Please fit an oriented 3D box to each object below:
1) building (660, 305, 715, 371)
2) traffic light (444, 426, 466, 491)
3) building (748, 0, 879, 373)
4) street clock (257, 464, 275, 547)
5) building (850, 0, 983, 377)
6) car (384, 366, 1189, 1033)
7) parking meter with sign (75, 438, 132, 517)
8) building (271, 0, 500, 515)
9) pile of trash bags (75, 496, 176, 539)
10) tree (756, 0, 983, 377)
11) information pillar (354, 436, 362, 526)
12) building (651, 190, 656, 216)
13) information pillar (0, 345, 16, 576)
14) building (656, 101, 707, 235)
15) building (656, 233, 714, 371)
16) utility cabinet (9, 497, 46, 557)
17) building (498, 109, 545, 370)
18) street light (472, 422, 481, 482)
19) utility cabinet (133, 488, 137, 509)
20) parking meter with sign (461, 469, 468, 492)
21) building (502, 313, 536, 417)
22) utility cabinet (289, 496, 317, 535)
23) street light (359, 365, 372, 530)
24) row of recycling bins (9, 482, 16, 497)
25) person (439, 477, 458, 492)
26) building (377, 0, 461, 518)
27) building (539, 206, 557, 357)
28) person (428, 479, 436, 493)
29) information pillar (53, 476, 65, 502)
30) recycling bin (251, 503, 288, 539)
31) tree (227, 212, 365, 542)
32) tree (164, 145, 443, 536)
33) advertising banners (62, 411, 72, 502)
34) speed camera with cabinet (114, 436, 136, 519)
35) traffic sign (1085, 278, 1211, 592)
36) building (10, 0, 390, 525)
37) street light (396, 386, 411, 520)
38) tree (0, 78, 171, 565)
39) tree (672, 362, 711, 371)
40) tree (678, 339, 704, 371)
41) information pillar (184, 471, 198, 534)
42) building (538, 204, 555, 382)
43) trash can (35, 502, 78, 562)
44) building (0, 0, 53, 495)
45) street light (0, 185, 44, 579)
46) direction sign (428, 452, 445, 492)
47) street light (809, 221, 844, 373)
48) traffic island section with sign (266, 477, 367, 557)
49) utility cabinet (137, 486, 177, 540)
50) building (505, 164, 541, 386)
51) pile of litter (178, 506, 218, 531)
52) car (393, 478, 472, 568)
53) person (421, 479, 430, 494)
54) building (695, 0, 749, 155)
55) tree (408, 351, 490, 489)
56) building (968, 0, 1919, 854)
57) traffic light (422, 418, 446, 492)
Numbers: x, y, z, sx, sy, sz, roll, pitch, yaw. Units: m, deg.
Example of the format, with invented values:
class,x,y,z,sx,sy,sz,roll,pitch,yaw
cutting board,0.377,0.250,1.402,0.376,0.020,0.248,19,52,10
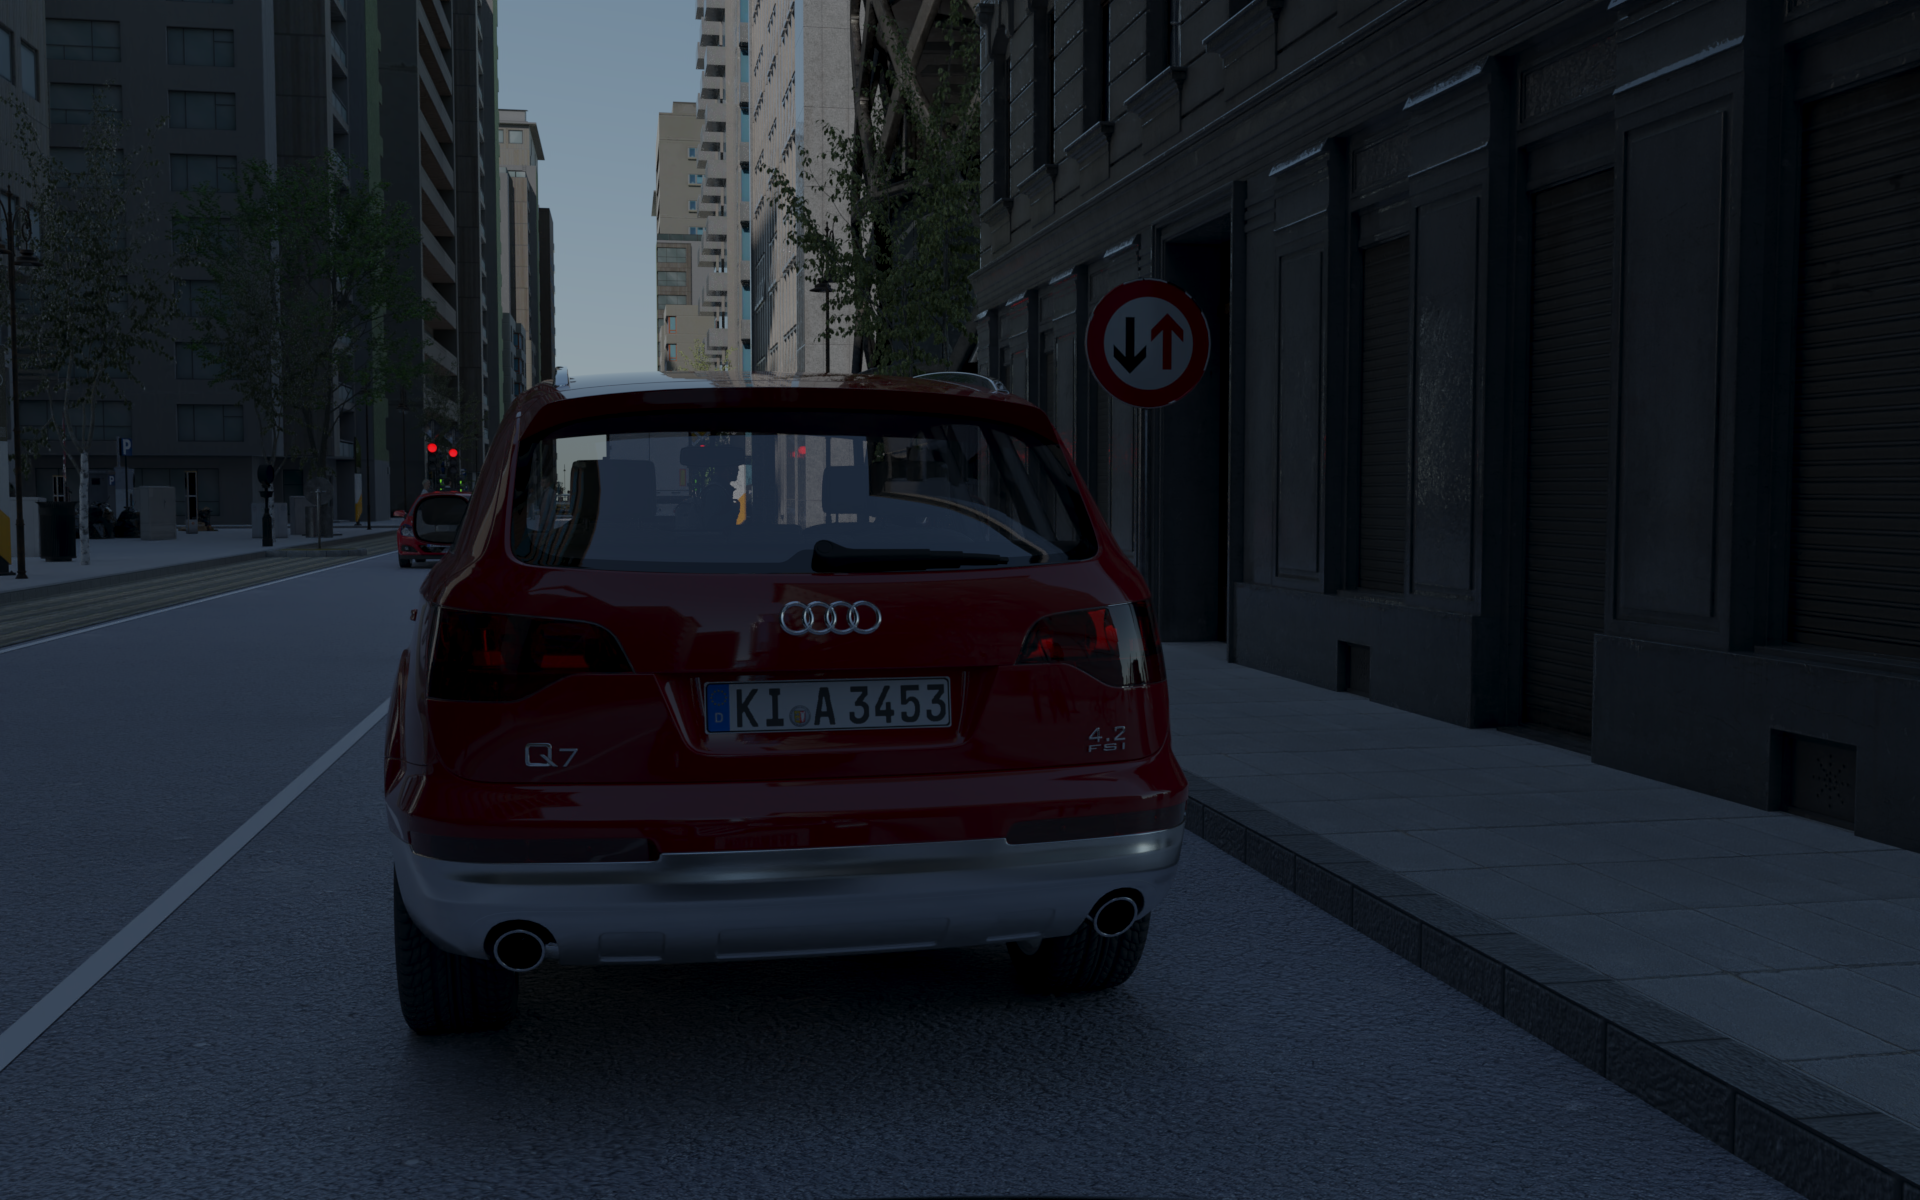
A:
class,x,y,z,sx,sy,sz,roll,pitch,yaw
building,-15.951,-20.178,174.957,27.650,21.520,28.899,-1,4,-11
traffic light,-20.982,-5.077,71.926,0.839,4.253,0.868,-1,4,-11
building,-0.103,-14.577,56.357,12.078,24.808,19.932,-1,4,-11
street clock,-16.920,-2.305,42.264,0.358,2.002,0.471,0,4,2
building,5.841,-10.472,38.665,16.820,18.784,16.811,-1,4,-11
car,-0.851,0.145,6.307,2.281,1.827,5.304,-1,4,-13
parking meter with sign,-26.810,-3.539,54.124,1.738,3.016,0.543,0,4,7
building,-41.756,-27.215,128.563,14.154,41.232,14.086,-1,4,-11
pile of trash bags,-24.496,-2.500,50.627,1.912,1.369,3.447,2,4,28
tree,-0.518,-4.601,25.591,4.737,8.622,4.395,0,3,0
information pillar,-24.536,-4.846,70.586,0.183,3.616,0.504,0,4,4
building,-37.180,-43.034,292.848,28.713,52.752,27.495,-1,4,-11
information pillar,-15.101,-2.184,27.060,0.183,3.616,0.504,2,4,25
building,-26.074,-35.993,212.188,21.300,48.544,21.600,-1,4,-11
building,-26.919,-25.855,194.425,14.160,30.474,14.107,-1,4,-11
utility cabinet,-19.190,-1.478,35.325,1.020,1.237,0.306,0,4,2
building,-72.192,-39.737,238.937,28.713,52.752,27.495,-1,4,-11
street light,-30.096,-8.259,107.829,0.468,5.910,1.993,-1,4,-11
utility cabinet,-27.194,-3.040,58.387,1.173,1.500,0.318,0,4,0
parking meter with sign,-33.916,-7.474,118.453,0.543,3.016,1.738,-2,4,-24
building,-60.582,-20.895,186.668,27.650,21.520,28.899,-1,4,-11
utility cabinet,-20.691,-2.673,54.862,0.306,1.237,1.020,2,4,35
street light,-21.204,-5.455,61.975,0.468,5.910,1.993,-1,4,-11
row of recycling bins,-26.214,-2.320,45.044,1.069,1.692,3.534,1,4,19
person,-14.470,-2.529,49.213,0.648,1.900,0.474,-2,4,-25
building,-41.437,-29.178,100.763,21.300,48.544,21.600,-1,4,-11
building,-77.510,-40.544,282.497,23.786,49.044,30.456,-1,4,-11
person,-15.180,-2.502,49.210,0.447,1.846,0.655,1,4,9
information pillar,-36.007,-3.960,69.230,0.304,2.012,0.304,2,4,34
recycling bin,-20.065,-2.311,50.334,0.722,1.027,0.722,2,4,29
tree,-18.092,-5.822,45.547,4.360,8.622,3.978,0,3,0
tree,-19.705,-7.776,52.899,9.928,11.665,9.643,0,3,0
advertising banners,-19.414,-2.536,37.656,0.090,3.025,2.074,-2,4,-24
speed camera with cabinet,-28.412,-3.943,58.808,0.660,3.252,2.038,-1,4,-20
traffic sign,1.104,-0.625,10.320,0.768,2.556,0.104,-1,4,-10
building,-33.708,-24.013,76.207,14.154,41.232,14.086,-1,4,-11
street light,-23.155,-6.079,72.184,0.468,5.910,1.993,-1,4,-11
tree,-15.871,-4.949,31.281,4.360,8.622,3.978,0,3,0
tree,-14.743,-8.830,94.727,4.360,8.622,3.978,0,3,0
tree,-11.730,-8.017,81.444,4.737,8.622,4.395,0,3,0
information pillar,-24.788,-3.140,55.838,0.304,2.012,0.304,-3,5,-41
building,-68.499,-37.403,261.652,14.600,45.320,14.200,-1,4,-11
trash can,-17.150,-1.301,32.925,0.748,1.137,0.748,0,3,0
building,-42.056,-27.832,44.285,27.495,52.752,28.713,-1,4,-11
street light,-14.211,-3.258,26.055,0.468,5.910,1.993,-1,4,-11
direction sign,-28.255,-6.210,93.523,0.876,3.537,0.379,-2,4,-32
street light,-2.252,-3.471,29.532,0.468,5.910,1.993,-1,4,-11
traffic island section with sign,-14.808,-1.916,39.962,1.989,1.847,2.006,-1,4,-11
utility cabinet,-22.318,-2.419,48.228,0.318,1.500,1.173,1,4,10
building,-58.029,-32.099,208.411,14.154,41.232,14.086,-1,4,-11
pile of litter,-26.365,-2.812,59.947,1.176,0.858,1.719,-3,5,-41
car,-10.328,-1.600,35.193,2.155,1.783,4.494,-1,4,-11
person,-14.840,-2.427,48.055,0.818,1.842,0.514,-2,4,-30
building,-6.362,-30.468,117.763,23.786,49.044,30.456,-1,4,-11
tree,-26.509,-8.491,89.189,4.360,8.622,3.978,0,3,0
building,6.472,-10.107,14.396,9.793,20.994,18.267,-1,4,-11
traffic light,-19.460,-4.597,64.087,0.839,4.253,0.868,-1,4,-11
